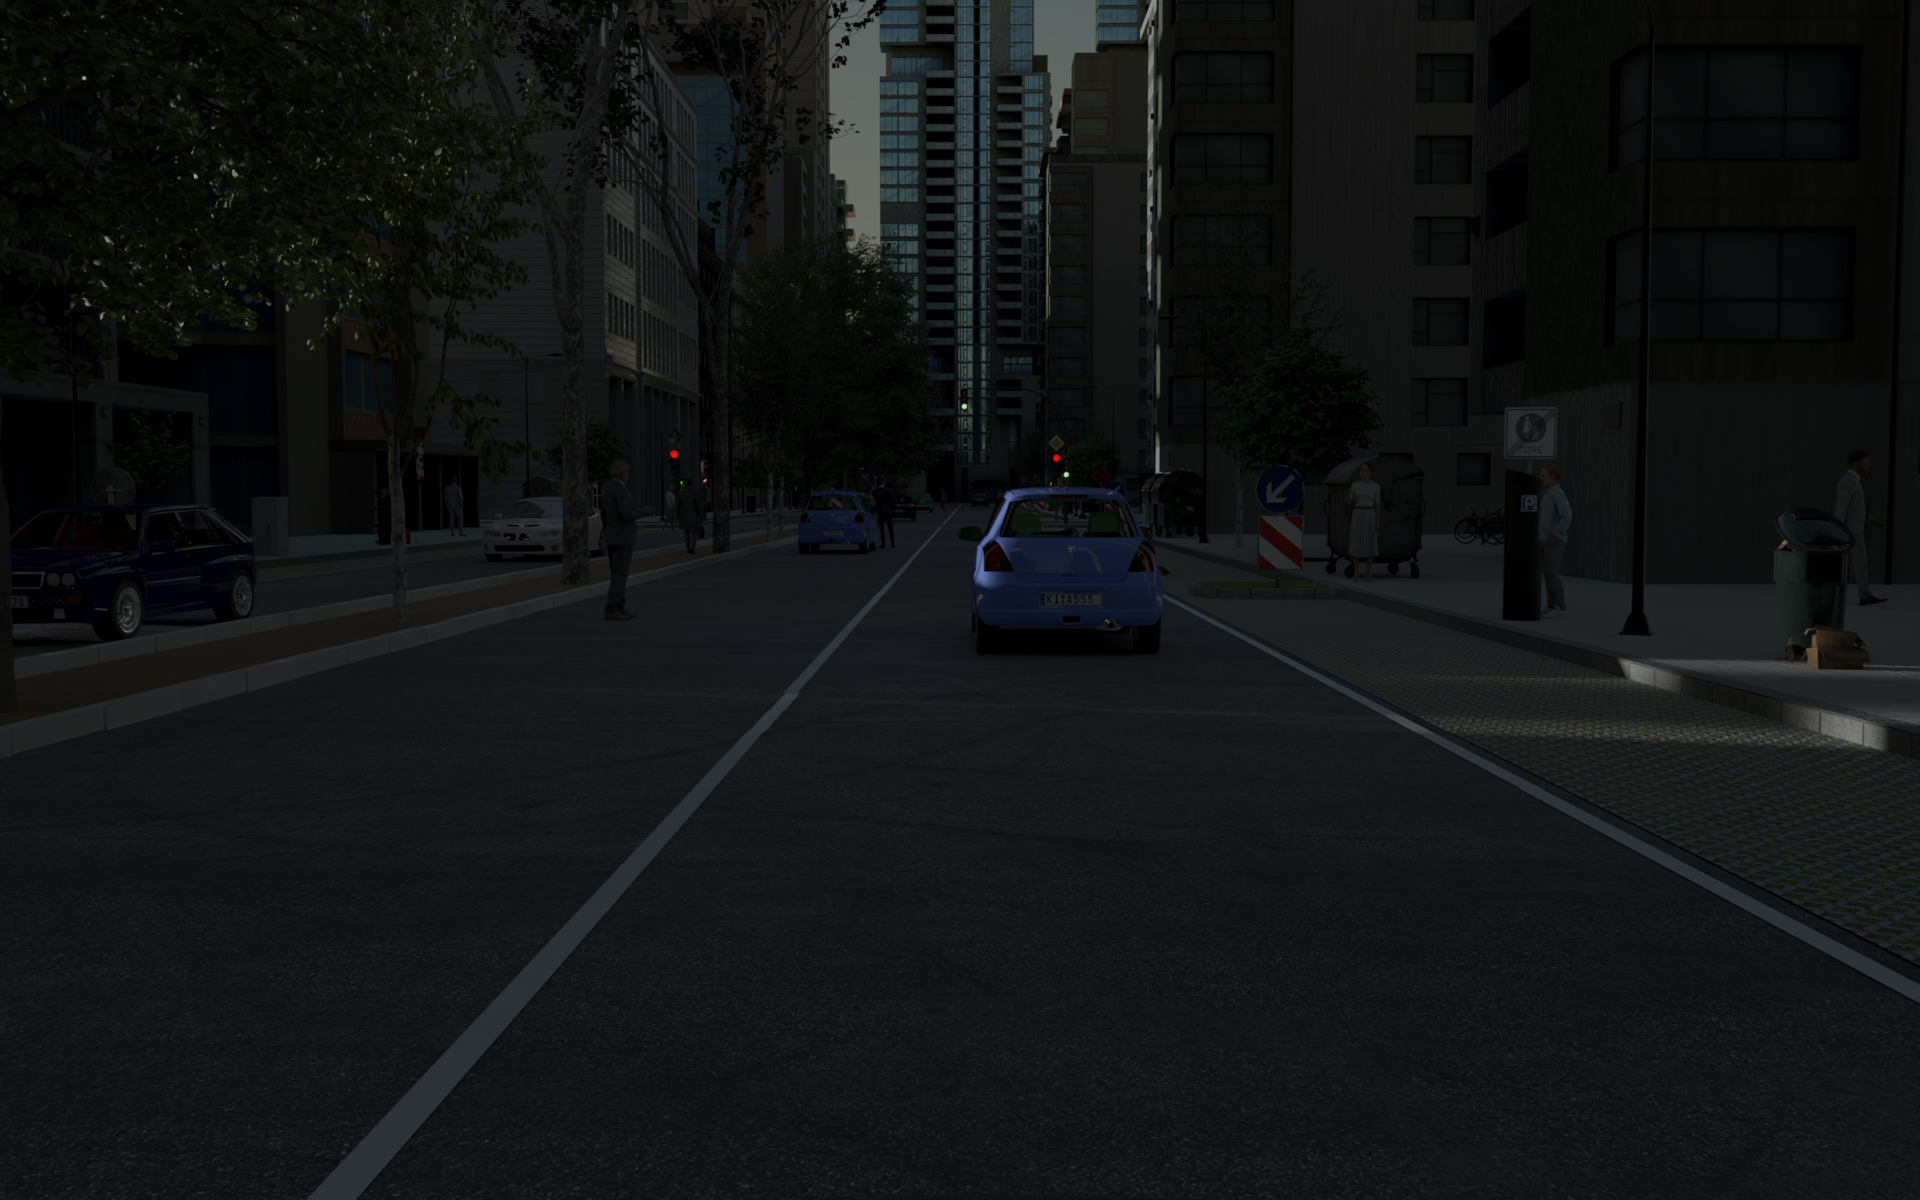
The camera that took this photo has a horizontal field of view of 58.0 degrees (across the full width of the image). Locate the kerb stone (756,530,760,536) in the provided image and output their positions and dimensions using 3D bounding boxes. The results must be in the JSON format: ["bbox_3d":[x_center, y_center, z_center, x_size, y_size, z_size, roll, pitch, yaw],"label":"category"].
[{"bbox_3d":[-7.031,-2.254,59.129,0.120,0.150,1.000,0,4,0],"label":"kerb stone"}]

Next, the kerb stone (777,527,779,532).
[{"bbox_3d":[-6.987,-2.698,66.306,0.120,0.150,1.000,0,4,0],"label":"kerb stone"}]

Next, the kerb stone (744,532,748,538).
[{"bbox_3d":[-7.051,-2.070,56.040,0.120,0.150,1.000,0,4,0],"label":"kerb stone"}]

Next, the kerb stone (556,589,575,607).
[{"bbox_3d":[-5.155,0.000,22.267,0.120,0.150,1.000,0,4,0],"label":"kerb stone"}]

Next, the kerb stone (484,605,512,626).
[{"bbox_3d":[-5.183,0.184,19.194,0.120,0.150,1.000,0,4,0],"label":"kerb stone"}]

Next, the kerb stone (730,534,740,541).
[{"bbox_3d":[-7.067,-1.945,53.996,0.120,0.150,1.000,0,4,0],"label":"kerb stone"}]

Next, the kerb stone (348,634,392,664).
[{"bbox_3d":[-5.207,0.438,15.106,0.120,0.150,1.000,0,4,0],"label":"kerb stone"}]

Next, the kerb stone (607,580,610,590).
[{"bbox_3d":[-5.147,-0.193,25.353,0.120,0.150,1.000,0,4,0],"label":"kerb stone"}]

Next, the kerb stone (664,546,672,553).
[{"bbox_3d":[-7.146,-1.186,41.714,0.120,0.150,1.000,0,4,0],"label":"kerb stone"}]

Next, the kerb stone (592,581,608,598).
[{"bbox_3d":[-5.141,-0.129,24.320,0.120,0.150,1.000,0,4,0],"label":"kerb stone"}]

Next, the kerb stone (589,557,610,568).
[{"bbox_3d":[-7.182,-0.755,34.541,0.120,0.150,1.000,0,4,0],"label":"kerb stone"}]

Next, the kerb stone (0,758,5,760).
[{"bbox_3d":[-5.238,0.812,8.947,0.120,0.150,1.000,0,4,0],"label":"kerb stone"}]

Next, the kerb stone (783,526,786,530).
[{"bbox_3d":[-6.991,-2.756,67.328,0.120,0.150,1.000,0,4,0],"label":"kerb stone"}]

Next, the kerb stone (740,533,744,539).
[{"bbox_3d":[-7.063,-2.006,55.018,0.120,0.150,1.000,0,4,0],"label":"kerb stone"}]

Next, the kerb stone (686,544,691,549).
[{"bbox_3d":[-7.118,-1.382,44.785,0.120,0.150,1.000,0,4,0],"label":"kerb stone"}]

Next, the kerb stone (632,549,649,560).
[{"bbox_3d":[-7.153,-1.006,38.637,0.120,0.150,1.000,0,4,0],"label":"kerb stone"}]

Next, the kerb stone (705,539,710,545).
[{"bbox_3d":[-7.108,-1.569,47.855,0.120,0.150,1.000,0,4,0],"label":"kerb stone"}]

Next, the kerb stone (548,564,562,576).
[{"bbox_3d":[-7.213,-0.501,30.434,0.120,0.150,1.000,0,4,0],"label":"kerb stone"}]

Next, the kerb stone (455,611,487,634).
[{"bbox_3d":[-5.186,0.246,18.172,0.120,0.150,1.000,0,4,0],"label":"kerb stone"}]

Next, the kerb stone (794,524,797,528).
[{"bbox_3d":[-6.957,-3.011,71.432,0.120,0.150,1.000,0,4,0],"label":"kerb stone"}]

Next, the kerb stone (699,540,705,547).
[{"bbox_3d":[-7.113,-1.507,46.833,0.120,0.150,1.000,0,4,0],"label":"kerb stone"}]

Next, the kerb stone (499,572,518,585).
[{"bbox_3d":[-7.223,-0.316,27.366,0.120,0.150,1.000,0,4,0],"label":"kerb stone"}]

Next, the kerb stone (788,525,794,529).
[{"bbox_3d":[-6.963,-2.949,70.410,0.120,0.150,1.000,0,4,0],"label":"kerb stone"}]

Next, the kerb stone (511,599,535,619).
[{"bbox_3d":[-5.172,0.126,20.216,0.120,0.150,1.000,0,4,0],"label":"kerb stone"}]

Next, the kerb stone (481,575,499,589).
[{"bbox_3d":[-7.241,-0.254,26.344,0.120,0.150,1.000,0,4,0],"label":"kerb stone"}]

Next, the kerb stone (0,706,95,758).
[{"bbox_3d":[-5.239,0.748,9.970,0.120,0.150,1.000,0,4,0],"label":"kerb stone"}]

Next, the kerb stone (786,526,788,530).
[{"bbox_3d":[-6.988,-2.823,68.359,0.120,0.150,1.000,0,4,0],"label":"kerb stone"}]

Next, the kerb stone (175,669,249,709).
[{"bbox_3d":[-5.225,0.622,12.019,0.120,0.150,1.000,0,4,0],"label":"kerb stone"}]

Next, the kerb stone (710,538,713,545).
[{"bbox_3d":[-7.092,-1.627,48.878,0.120,0.150,1.000,0,4,0],"label":"kerb stone"}]

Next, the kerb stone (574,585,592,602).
[{"bbox_3d":[-5.150,-0.067,23.289,0.120,0.150,1.000,0,4,0],"label":"kerb stone"}]

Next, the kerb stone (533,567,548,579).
[{"bbox_3d":[-7.216,-0.441,29.410,0.120,0.150,1.000,0,4,0],"label":"kerb stone"}]

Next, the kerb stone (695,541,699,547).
[{"bbox_3d":[-7.116,-1.444,45.811,0.120,0.150,1.000,0,4,0],"label":"kerb stone"}]

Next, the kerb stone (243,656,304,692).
[{"bbox_3d":[-5.213,0.560,13.041,0.120,0.150,1.000,0,4,0],"label":"kerb stone"}]

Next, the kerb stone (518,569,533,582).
[{"bbox_3d":[-7.226,-0.379,28.388,0.120,0.150,1.000,0,4,0],"label":"kerb stone"}]

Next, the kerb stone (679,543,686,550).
[{"bbox_3d":[-7.135,-1.319,43.761,0.120,0.150,1.000,0,4,0],"label":"kerb stone"}]

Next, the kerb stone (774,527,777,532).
[{"bbox_3d":[-7.000,-2.572,64.251,0.120,0.150,1.000,0,4,0],"label":"kerb stone"}]

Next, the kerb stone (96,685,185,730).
[{"bbox_3d":[-5.226,0.685,10.997,0.120,0.150,1.000,0,4,0],"label":"kerb stone"}]

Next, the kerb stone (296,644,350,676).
[{"bbox_3d":[-5.215,0.497,14.072,0.120,0.150,1.000,0,4,0],"label":"kerb stone"}]

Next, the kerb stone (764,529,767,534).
[{"bbox_3d":[-7.022,-2.383,61.181,0.120,0.150,1.000,0,4,0],"label":"kerb stone"}]

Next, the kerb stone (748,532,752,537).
[{"bbox_3d":[-7.053,-2.129,57.062,0.120,0.150,1.000,0,4,0],"label":"kerb stone"}]

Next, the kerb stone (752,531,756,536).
[{"bbox_3d":[-7.044,-2.196,58.100,0.120,0.150,1.000,0,4,0],"label":"kerb stone"}]

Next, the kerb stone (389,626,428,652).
[{"bbox_3d":[-5.195,0.371,16.128,0.120,0.150,1.000,0,4,0],"label":"kerb stone"}]

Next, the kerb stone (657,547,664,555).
[{"bbox_3d":[-7.151,-1.128,40.684,0.120,0.150,1.000,0,4,0],"label":"kerb stone"}]

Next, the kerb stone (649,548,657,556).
[{"bbox_3d":[-7.154,-1.068,39.662,0.120,0.150,1.000,0,4,0],"label":"kerb stone"}]

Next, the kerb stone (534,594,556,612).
[{"bbox_3d":[-5.170,0.060,21.238,0.120,0.150,1.000,0,4,0],"label":"kerb stone"}]

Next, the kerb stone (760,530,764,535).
[{"bbox_3d":[-7.027,-2.314,60.151,0.120,0.150,1.000,0,4,0],"label":"kerb stone"}]

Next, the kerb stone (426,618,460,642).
[{"bbox_3d":[-5.188,0.317,17.151,0.120,0.150,1.000,0,4,0],"label":"kerb stone"}]

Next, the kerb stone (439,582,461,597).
[{"bbox_3d":[-7.244,-0.129,24.297,0.120,0.150,1.000,0,4,0],"label":"kerb stone"}]

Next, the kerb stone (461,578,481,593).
[{"bbox_3d":[-7.243,-0.189,25.322,0.120,0.150,1.000,0,4,0],"label":"kerb stone"}]

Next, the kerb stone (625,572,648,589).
[{"bbox_3d":[-5.131,-0.318,27.408,0.120,0.150,1.000,0,4,0],"label":"kerb stone"}]

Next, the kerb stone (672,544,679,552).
[{"bbox_3d":[-7.133,-1.256,42.736,0.120,0.150,1.000,0,4,0],"label":"kerb stone"}]
